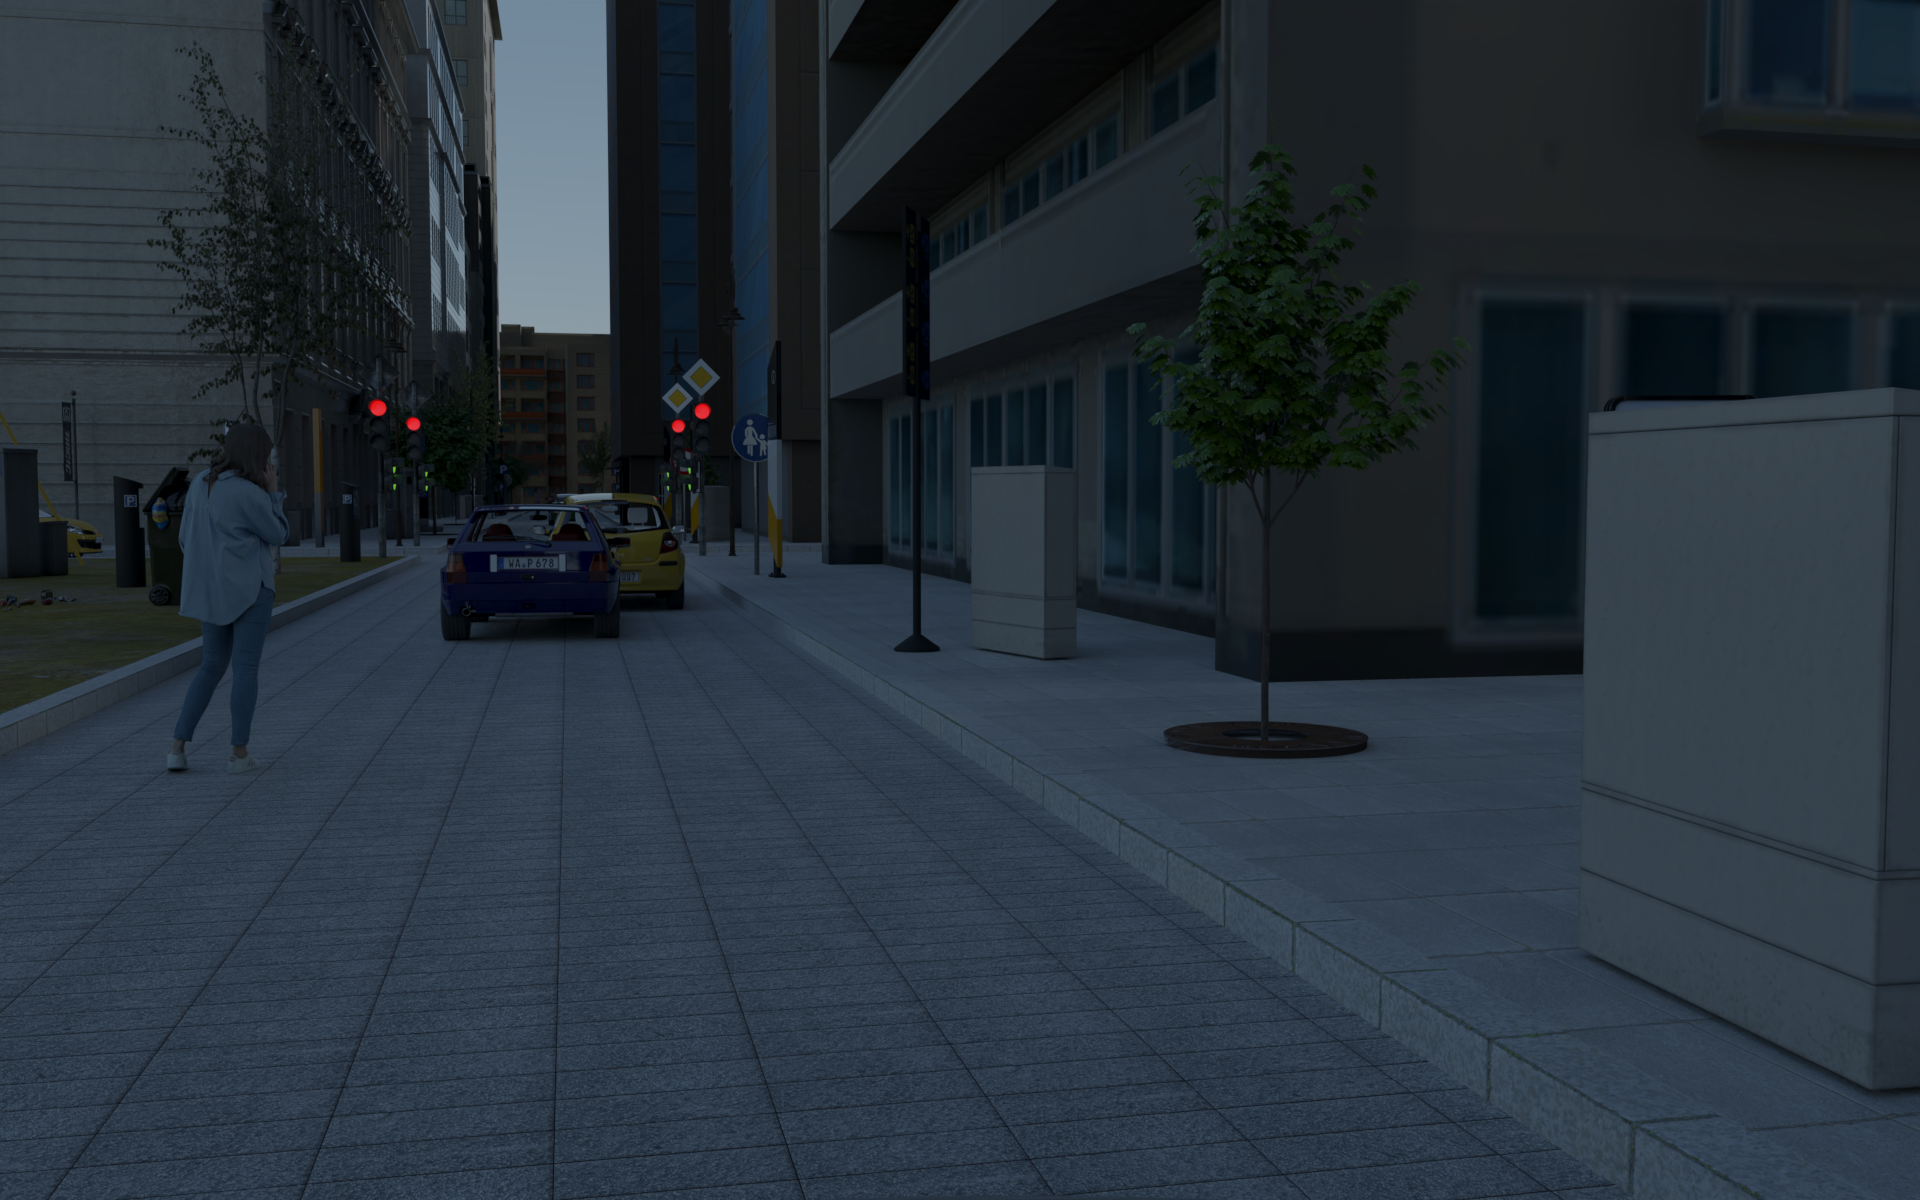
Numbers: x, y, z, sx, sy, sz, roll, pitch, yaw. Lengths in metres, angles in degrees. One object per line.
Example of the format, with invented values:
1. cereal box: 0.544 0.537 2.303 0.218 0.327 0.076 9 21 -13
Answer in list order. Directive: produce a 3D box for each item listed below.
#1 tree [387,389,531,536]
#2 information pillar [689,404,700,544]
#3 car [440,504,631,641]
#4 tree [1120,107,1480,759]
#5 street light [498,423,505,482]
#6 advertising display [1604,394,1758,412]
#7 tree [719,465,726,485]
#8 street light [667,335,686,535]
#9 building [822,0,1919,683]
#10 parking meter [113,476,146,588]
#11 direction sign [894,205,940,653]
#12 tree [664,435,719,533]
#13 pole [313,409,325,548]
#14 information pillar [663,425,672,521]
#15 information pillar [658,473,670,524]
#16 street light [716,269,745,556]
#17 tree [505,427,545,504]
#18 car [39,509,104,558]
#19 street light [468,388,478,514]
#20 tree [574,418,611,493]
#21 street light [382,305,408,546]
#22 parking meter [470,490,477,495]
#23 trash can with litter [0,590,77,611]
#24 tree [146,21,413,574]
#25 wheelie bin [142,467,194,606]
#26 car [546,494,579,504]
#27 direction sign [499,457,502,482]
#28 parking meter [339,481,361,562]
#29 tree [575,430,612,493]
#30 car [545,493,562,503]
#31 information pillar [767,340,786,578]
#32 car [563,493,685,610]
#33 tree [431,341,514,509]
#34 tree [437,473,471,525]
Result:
1. tree: -16.425 -4.306 54.115 4.285 4.588 4.351 0 3 0
2. information pillar: -6.834 -3.270 44.815 0.183 3.616 0.504 -2 4 -35
3. car: -4.486 -0.356 18.403 1.945 1.354 3.894 -1 4 -11
4. tree: 1.462 -0.863 8.714 1.663 3.219 1.824 0 3 0
5. street light: -28.680 -8.296 108.421 0.468 5.910 1.993 -1 4 -13
6. advertising display: 4.706 -0.374 11.335 0.974 1.923 0.123 0 4 3
7. tree: -8.876 -3.975 59.592 1.663 3.219 1.824 0 3 0
8. street light: -8.255 -4.751 50.468 0.468 5.910 1.993 -1 4 -13
9. building: 10.127 -24.413 22.859 21.300 48.544 21.600 -1 4 -13
10. parking meter: -11.431 -0.944 23.848 0.372 1.533 0.369 0 3 0
11. direction sign: -0.352 -1.351 14.083 0.379 3.537 0.876 1 4 11
12. tree: -8.974 -3.825 57.137 1.663 3.219 1.824 0 3 0
13. pole: -15.325 -2.908 41.382 0.158 3.312 0.155 0 3 0
14. information pillar: -9.877 -4.106 58.492 0.183 3.616 0.504 -2 4 -32
15. information pillar: -10.382 -3.445 60.818 0.304 2.012 0.304 -2 4 -32
16. street light: -4.715 -3.848 35.704 0.468 5.910 1.993 -1 4 -13
17. tree: -48.067 -14.713 190.912 4.360 8.622 3.978 0 3 0
18. car: -20.295 -1.610 36.549 3.980 1.641 2.015 -1 4 -11
19. street light: -21.280 -6.286 75.558 0.468 5.910 1.993 -1 4 -13
20. tree: -34.742 -13.240 166.831 4.737 8.622 4.395 0 3 0
21. street light: -13.799 -4.261 42.452 0.468 5.910 1.993 -1 4 -13
22. parking meter: -27.197 -5.414 96.936 0.372 1.533 0.369 0 3 0
23. trash can with litter: -10.972 -0.541 19.897 1.678 1.210 2.233 1 4 17
24. tree: -10.980 -4.734 27.770 4.360 8.622 3.978 0 3 0
25. wheelie bin: -9.058 -0.750 20.171 0.693 1.594 0.980 -1 4 -10
26. car: -18.018 -4.167 79.925 2.131 1.459 4.920 -1 4 -11
27. direction sign: -28.190 -6.992 106.311 0.379 3.537 0.876 -1 4 -23
28. parking meter: -11.552 -1.491 32.788 0.372 1.533 0.369 0 3 0
29. tree: -40.345 -14.837 192.954 4.360 8.622 3.978 0 3 0
30. car: -34.233 -8.472 147.555 2.155 1.783 4.494 -1 4 -14
31. information pillar: -2.841 -2.156 26.606 0.183 3.616 0.504 -1 4 -23
32. car: -4.577 -0.763 22.699 2.015 1.641 3.980 -1 4 -13
33. tree: -23.564 -8.151 83.626 4.737 8.622 4.395 0 3 0
34. tree: -20.945 -4.697 71.397 1.663 3.219 1.824 0 3 0
